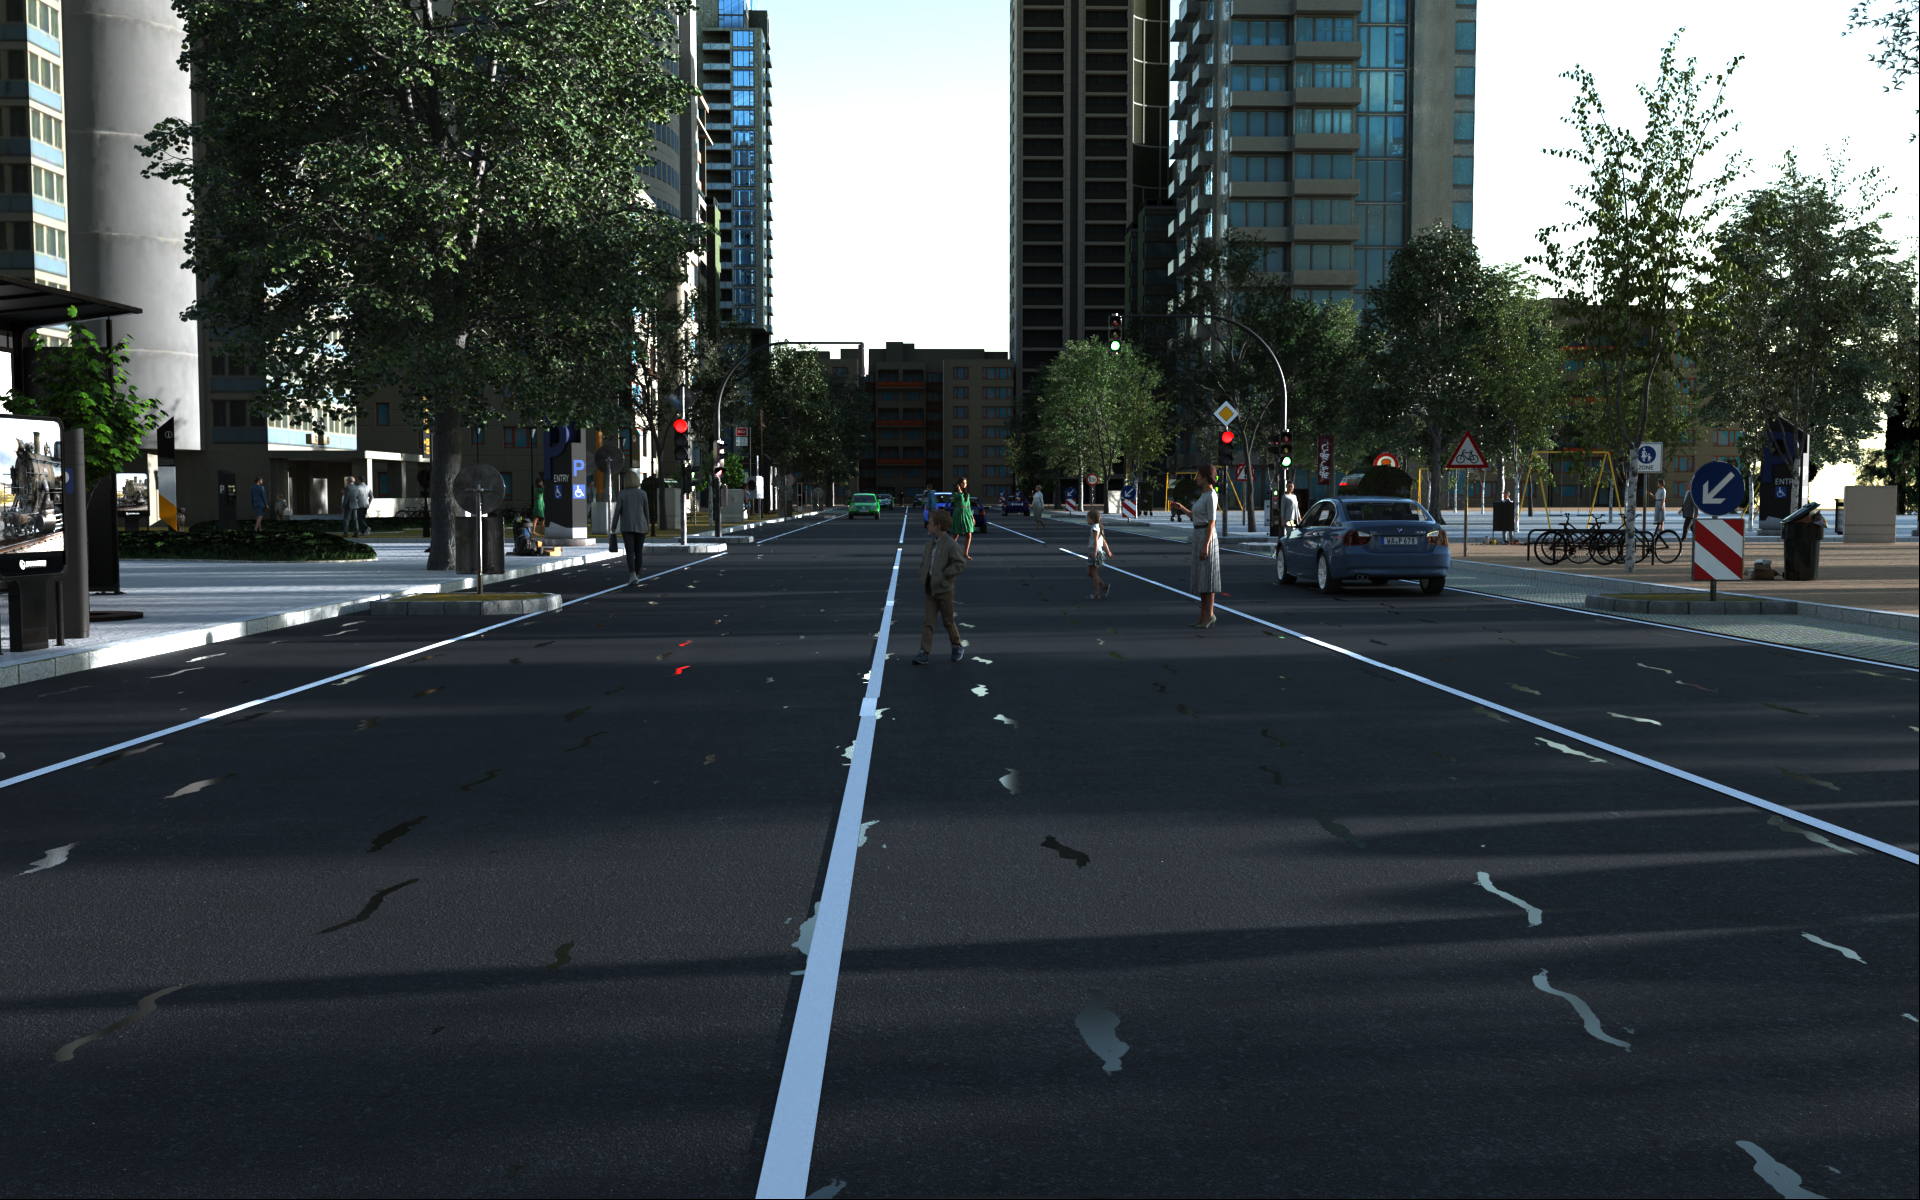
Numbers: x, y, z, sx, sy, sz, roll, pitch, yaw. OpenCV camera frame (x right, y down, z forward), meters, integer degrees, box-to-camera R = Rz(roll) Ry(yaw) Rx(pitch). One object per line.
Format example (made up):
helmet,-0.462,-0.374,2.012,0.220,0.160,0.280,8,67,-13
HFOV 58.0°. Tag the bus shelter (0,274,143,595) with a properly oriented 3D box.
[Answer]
bus shelter,-11.133,-1.694,18.983,1.731,3.624,6.357,0,4,-2

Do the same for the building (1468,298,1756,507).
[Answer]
building,62.102,-20.549,181.020,28.899,21.520,27.650,0,4,-2

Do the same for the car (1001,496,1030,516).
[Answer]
car,3.661,-6.183,113.666,1.945,1.354,3.894,0,4,-1

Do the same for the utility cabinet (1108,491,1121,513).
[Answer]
utility cabinet,11.203,-7.202,126.436,0.318,1.500,1.173,-2,4,-32

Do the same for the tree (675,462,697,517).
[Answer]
tree,-15.844,-6.565,101.936,1.663,3.219,1.824,0,3,0

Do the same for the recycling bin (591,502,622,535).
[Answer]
recycling bin,-11.199,-2.594,54.960,0.722,1.027,0.722,3,4,38

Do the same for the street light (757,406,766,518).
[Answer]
street light,-10.416,-7.227,90.945,0.468,5.910,1.993,0,4,-2

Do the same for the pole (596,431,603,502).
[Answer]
pole,-11.642,-3.800,55.967,0.158,3.312,0.155,0,3,0

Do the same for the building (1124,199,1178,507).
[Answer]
building,24.302,-24.461,171.641,14.160,30.474,14.107,0,4,-2

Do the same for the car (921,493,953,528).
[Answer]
car,-0.704,-3.955,74.256,1.945,1.707,3.694,0,4,-1

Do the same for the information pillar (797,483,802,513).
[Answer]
information pillar,-10.699,-6.777,115.288,0.304,2.012,0.304,-1,4,-18

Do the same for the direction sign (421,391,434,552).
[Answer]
direction sign,-11.624,-2.820,38.101,0.379,3.537,0.876,0,4,6

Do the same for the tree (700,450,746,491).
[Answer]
tree,-15.930,-8.085,115.905,4.285,4.588,4.351,0,3,0

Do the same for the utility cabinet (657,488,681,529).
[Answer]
utility cabinet,-10.591,-3.333,63.166,0.318,1.500,1.173,-3,5,-42

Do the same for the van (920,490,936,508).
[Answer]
van,-3.086,-10.394,176.958,2.013,2.044,4.112,0,4,-1

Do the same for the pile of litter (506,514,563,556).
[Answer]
pile of litter,-8.956,-1.374,36.431,1.176,0.858,1.719,-1,4,-12

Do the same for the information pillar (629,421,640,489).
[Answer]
information pillar,-10.421,-3.925,55.522,0.183,3.616,0.504,1,4,22

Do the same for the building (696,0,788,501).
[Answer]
building,-37.931,-56.073,229.469,31.000,86.520,22.319,0,4,-2

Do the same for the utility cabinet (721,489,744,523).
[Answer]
utility cabinet,-10.176,-4.164,76.765,1.173,1.500,0.318,-2,4,-31

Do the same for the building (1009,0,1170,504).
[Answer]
building,17.321,-48.456,230.512,20.611,71.187,20.563,0,4,-2

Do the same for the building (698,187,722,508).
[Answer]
building,-29.994,-23.827,161.280,14.160,30.474,14.107,0,4,-2

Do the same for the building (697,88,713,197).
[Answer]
building,-39.180,-32.122,179.822,28.867,44.769,22.147,0,4,-2

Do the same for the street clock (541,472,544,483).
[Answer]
street clock,-12.165,-2.867,51.438,0.471,2.002,0.358,-2,4,-27

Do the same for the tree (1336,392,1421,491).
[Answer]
tree,27.284,-10.116,115.762,4.737,8.622,4.395,0,3,0

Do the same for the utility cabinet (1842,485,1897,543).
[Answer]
utility cabinet,23.471,-2.203,44.697,1.173,1.500,0.318,1,4,18

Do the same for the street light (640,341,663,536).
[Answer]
street light,-9.305,-4.866,52.343,0.468,5.910,1.993,0,4,-2

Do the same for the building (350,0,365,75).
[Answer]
building,-68.940,-56.065,229.331,31.000,86.520,22.319,0,4,-2

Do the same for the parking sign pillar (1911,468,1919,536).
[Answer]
parking sign pillar,29.718,-3.915,52.482,1.447,3.967,1.447,-1,4,-21

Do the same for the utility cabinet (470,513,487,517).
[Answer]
utility cabinet,-11.214,-1.789,40.409,0.306,1.237,1.020,-1,4,-10

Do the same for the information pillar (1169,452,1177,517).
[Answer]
information pillar,11.920,-6.467,97.096,0.183,3.616,0.504,-2,4,-32

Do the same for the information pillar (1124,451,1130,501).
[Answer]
information pillar,9.128,-6.320,94.683,0.183,3.616,0.504,2,4,32

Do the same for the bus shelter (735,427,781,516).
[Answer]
bus shelter,-12.436,-7.879,106.457,2.179,5.291,8.768,0,4,-2

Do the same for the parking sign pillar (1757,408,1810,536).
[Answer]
parking sign pillar,25.468,-3.978,53.509,1.447,3.967,1.447,-3,5,-41

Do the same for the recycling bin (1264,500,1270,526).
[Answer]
recycling bin,12.590,-3.456,69.066,0.722,1.027,0.722,2,4,31

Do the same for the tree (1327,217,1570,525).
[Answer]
tree,19.982,-9.490,72.163,9.611,12.733,9.660,0,3,0

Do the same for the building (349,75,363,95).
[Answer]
building,-61.733,-32.568,182.603,14.200,45.320,14.600,0,4,-2

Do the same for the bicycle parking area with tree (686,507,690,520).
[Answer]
bicycle parking area with tree,-17.427,-5.968,84.586,9.016,4.147,8.231,2,4,27

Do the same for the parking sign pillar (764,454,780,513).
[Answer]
parking sign pillar,-12.626,-7.758,115.323,1.447,3.967,1.447,3,4,37

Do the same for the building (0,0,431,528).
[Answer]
building,-39.791,-23.277,72.454,32.217,40.220,23.993,0,4,-2

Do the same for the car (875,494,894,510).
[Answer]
car,-6.931,-8.735,154.607,2.131,1.459,4.920,0,4,-1

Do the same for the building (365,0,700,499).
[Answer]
building,-33.350,-36.526,139.199,21.231,58.520,28.212,0,4,-2

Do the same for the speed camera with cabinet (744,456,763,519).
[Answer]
speed camera with cabinet,-11.081,-5.797,89.121,2.038,3.252,0.660,2,4,33

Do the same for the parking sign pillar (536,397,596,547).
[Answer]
parking sign pillar,-9.778,-3.326,42.849,1.447,3.967,1.447,-3,5,-44

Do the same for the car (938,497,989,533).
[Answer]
car,0.145,-3.218,65.191,1.945,1.354,3.894,0,3,0

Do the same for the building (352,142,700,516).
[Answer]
building,-32.132,-16.156,109.192,27.650,21.520,28.899,0,4,-2

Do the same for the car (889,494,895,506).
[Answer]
car,-8.392,-11.191,194.768,2.131,1.459,4.920,0,4,-2

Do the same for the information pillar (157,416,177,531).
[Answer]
information pillar,-23.851,-3.716,52.113,0.504,3.616,0.183,-1,4,-21

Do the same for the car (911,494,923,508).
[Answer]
car,-4.112,-10.533,184.004,2.131,1.459,4.920,0,4,-1

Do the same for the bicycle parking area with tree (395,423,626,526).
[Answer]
bicycle parking area with tree,-19.011,-5.203,72.067,9.016,4.147,8.231,2,4,23

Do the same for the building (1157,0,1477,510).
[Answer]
building,30.154,-32.378,148.994,23.786,49.044,30.456,0,4,-2

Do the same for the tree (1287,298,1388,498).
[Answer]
tree,21.605,-11.150,100.431,7.486,12.596,7.792,0,3,0

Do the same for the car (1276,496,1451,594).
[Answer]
car,6.015,-0.864,26.136,2.014,1.417,4.499,0,4,-2

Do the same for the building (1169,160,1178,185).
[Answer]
building,38.587,-37.283,233.270,21.600,48.544,21.300,0,4,-2

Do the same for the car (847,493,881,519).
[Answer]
car,-5.533,-5.576,99.960,1.959,1.807,4.718,0,4,-2

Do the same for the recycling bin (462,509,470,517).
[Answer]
recycling bin,-12.062,-1.794,41.878,0.722,1.027,0.722,1,4,16

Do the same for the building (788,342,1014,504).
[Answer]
building,-7.990,-23.873,235.366,28.899,21.520,27.650,0,4,-2

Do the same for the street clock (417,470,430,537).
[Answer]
street clock,-15.830,-2.860,51.335,0.471,2.002,0.358,-1,4,-23
